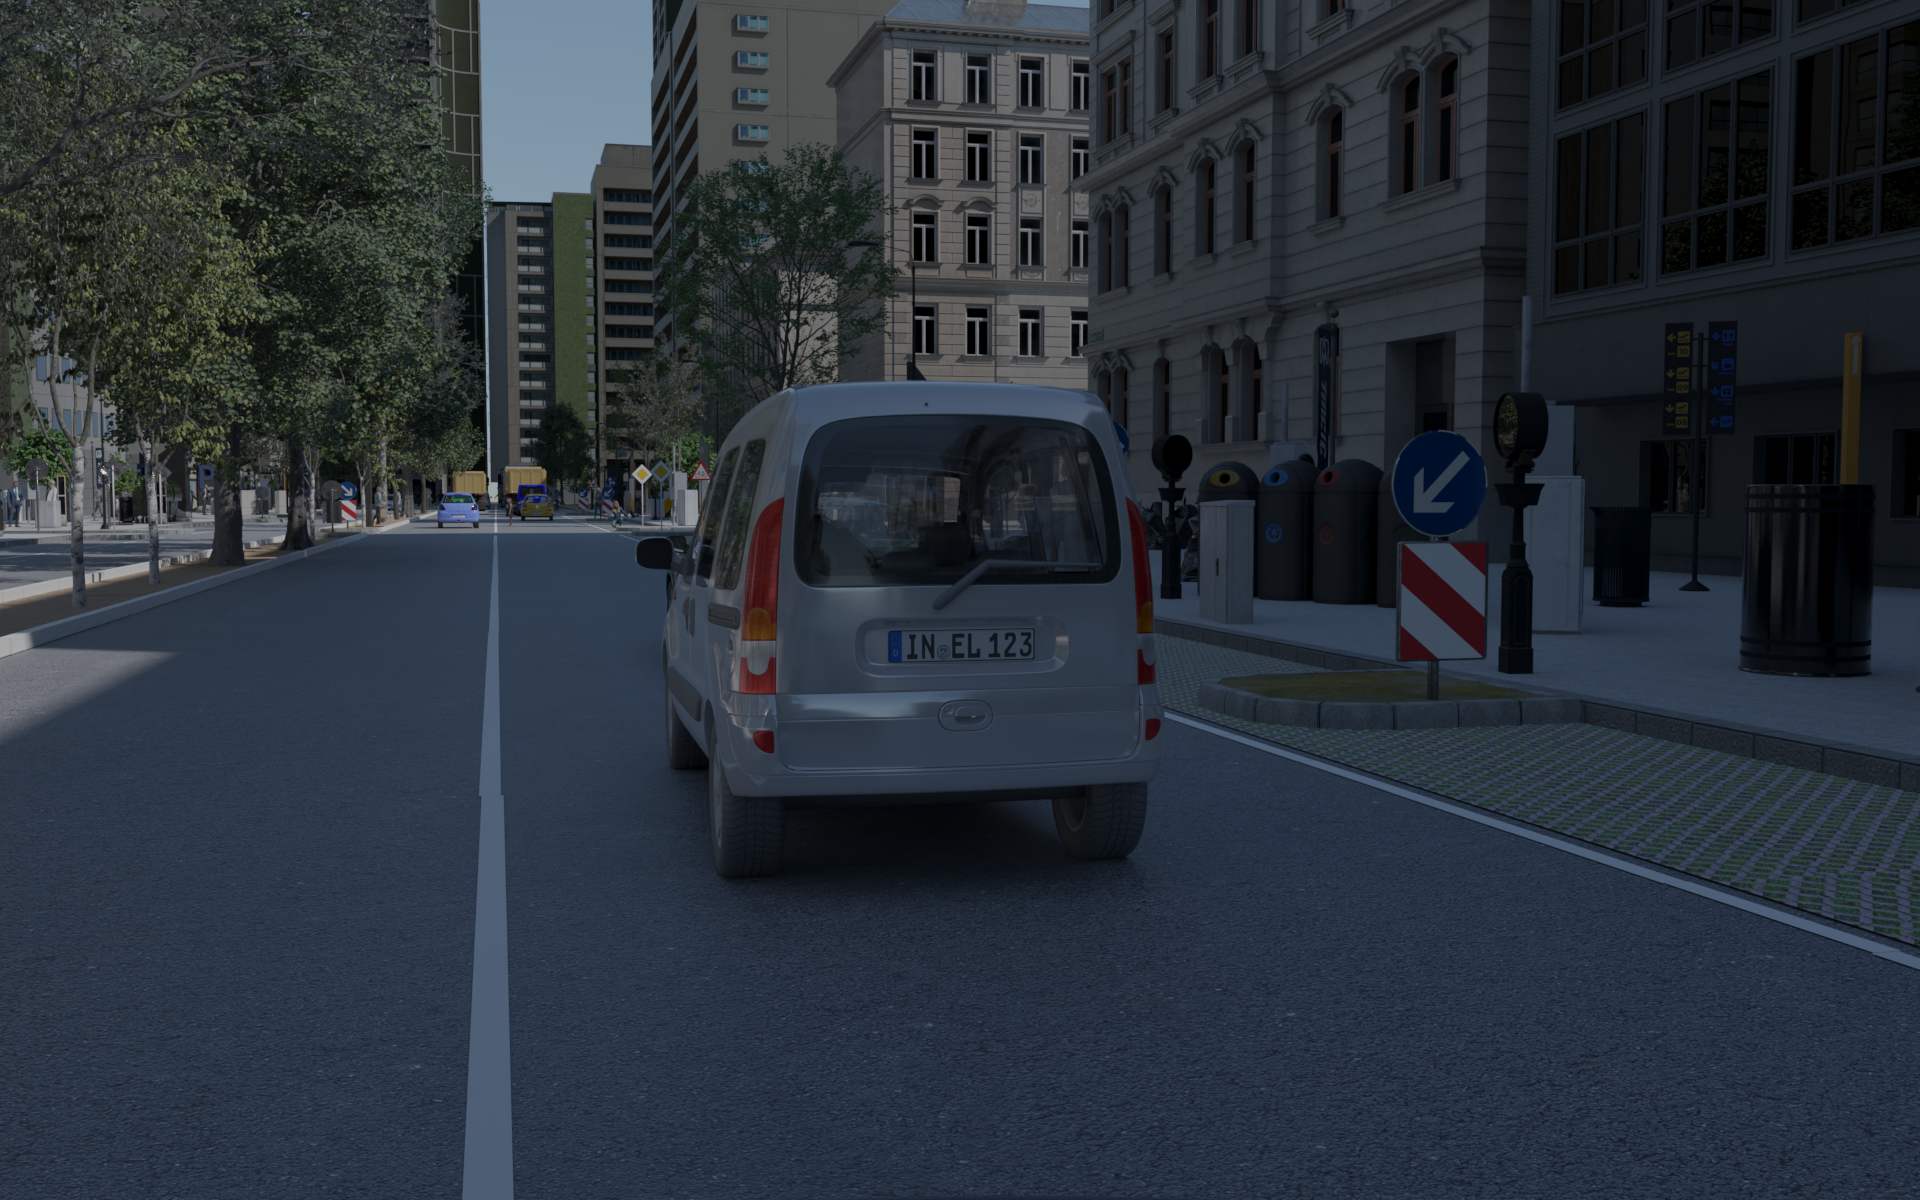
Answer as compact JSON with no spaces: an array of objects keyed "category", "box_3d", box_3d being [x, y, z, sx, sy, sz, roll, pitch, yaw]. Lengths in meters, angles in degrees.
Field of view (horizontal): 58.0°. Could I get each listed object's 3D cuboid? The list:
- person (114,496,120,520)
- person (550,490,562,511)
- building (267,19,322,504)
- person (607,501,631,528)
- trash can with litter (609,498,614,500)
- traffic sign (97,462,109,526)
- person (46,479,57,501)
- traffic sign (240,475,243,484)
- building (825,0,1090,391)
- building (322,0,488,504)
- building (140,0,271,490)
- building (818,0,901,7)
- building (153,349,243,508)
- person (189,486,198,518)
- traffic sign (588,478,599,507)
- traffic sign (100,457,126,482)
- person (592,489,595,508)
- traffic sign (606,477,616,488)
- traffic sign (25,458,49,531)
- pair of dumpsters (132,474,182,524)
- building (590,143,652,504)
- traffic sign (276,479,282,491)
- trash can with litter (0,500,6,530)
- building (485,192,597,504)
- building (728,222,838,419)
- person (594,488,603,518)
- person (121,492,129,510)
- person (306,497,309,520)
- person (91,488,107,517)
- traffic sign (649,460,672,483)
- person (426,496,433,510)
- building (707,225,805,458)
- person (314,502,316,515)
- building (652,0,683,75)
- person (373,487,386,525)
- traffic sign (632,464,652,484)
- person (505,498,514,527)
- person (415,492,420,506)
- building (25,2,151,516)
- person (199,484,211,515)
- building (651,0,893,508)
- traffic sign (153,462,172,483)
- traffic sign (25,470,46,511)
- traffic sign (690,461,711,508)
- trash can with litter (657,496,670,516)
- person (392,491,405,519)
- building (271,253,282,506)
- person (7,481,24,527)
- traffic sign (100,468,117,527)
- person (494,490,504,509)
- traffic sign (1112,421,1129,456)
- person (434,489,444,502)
[{"category":"person","box_3d":[-41.616,-4.562,85.642,0.382,1.210,0.505,-1,4,-14]},{"category":"person","box_3d":[-33.537,-8.232,143.810,1.217,1.735,0.721,1,4,22]},{"category":"building","box_3d":[-100.025,-55.905,226.716,31.000,86.520,22.319,-1,4,-15]},{"category":"person","box_3d":[-14.245,-3.570,72.375,1.012,1.151,0.738,0,4,-6]},{"category":"trash can with litter","box_3d":[-23.453,-6.468,117.132,1.055,1.170,0.624,2,4,26]},{"category":"traffic sign","box_3d":[-33.402,-4.146,67.887,0.768,2.556,0.104,0,4,-7]},{"category":"person","box_3d":[-34.844,-3.707,66.531,0.514,1.842,0.818,1,4,12]},{"category":"traffic sign","box_3d":[-43.855,-6.411,104.923,0.768,2.556,0.104,-1,4,-10]},{"category":"building","box_3d":[6.783,-17.722,87.012,25.104,27.353,12.463,-1,4,-15]},{"category":"building","box_3d":[-74.886,-48.645,233.590,20.611,71.187,20.563,-1,4,-15]},{"category":"building","box_3d":[-80.069,-33.301,168.174,21.300,48.544,21.600,-1,4,-15]},{"category":"building","box_3d":[-14.137,-32.635,157.288,21.300,48.544,21.600,-1,4,-15]},{"category":"building","box_3d":[-76.469,-18.249,143.409,27.650,21.520,28.899,-1,4,-15]},{"category":"person","box_3d":[-42.051,-5.391,94.528,0.721,1.781,0.623,2,4,27]},{"category":"traffic sign","box_3d":[-29.505,-8.532,139.508,0.884,2.594,0.081,-1,4,-14]},{"category":"traffic sign","box_3d":[-26.972,-3.240,55.157,0.795,2.593,0.064,-1,4,-15]},{"category":"person","box_3d":[-33.124,-9.103,155.699,0.721,1.723,1.217,-1,4,-12]},{"category":"traffic sign","box_3d":[-25.357,-7.696,125.936,0.768,2.556,0.104,0,4,-6]},{"category":"traffic sign","box_3d":[-32.448,-3.719,60.907,0.768,2.556,0.104,0,4,-8]},{"category":"pair of dumpsters","box_3d":[-35.740,-4.554,76.947,1.574,2.255,4.437,-1,4,-15]},{"category":"building","box_3d":[-40.882,-37.944,244.092,21.600,48.544,21.300,-1,4,-15]},{"category":"traffic sign","box_3d":[-51.159,-7.975,130.492,0.768,2.556,0.104,-1,4,-15]},{"category":"trash can with litter","box_3d":[-34.655,-3.106,62.173,0.624,1.170,1.055,-1,4,-17]},{"category":"building","box_3d":[-57.048,-33.769,235.713,14.086,41.232,14.154,-1,4,-15]},{"category":"building","box_3d":[-9.061,-15.429,116.889,10.561,19.102,19.286,-1,4,-15]},{"category":"person","box_3d":[-20.802,-5.565,99.665,0.537,1.800,0.526,2,4,26]},{"category":"person","box_3d":[-42.208,-4.977,87.592,0.526,1.800,0.537,0,4,-4]},{"category":"person","box_3d":[-36.469,-5.130,97.042,0.362,1.253,0.373,2,4,27]},{"category":"person","box_3d":[-49.011,-5.640,98.524,0.850,1.792,0.678,-1,4,-9]},{"category":"traffic sign","box_3d":[-10.259,-3.511,59.595,0.795,2.593,0.064,-1,4,-15]},{"category":"person","box_3d":[-43.220,-8.072,140.556,0.705,1.814,1.350,1,4,12]},{"category":"building","box_3d":[-13.698,-17.483,134.994,9.793,20.994,18.267,-1,4,-15]},{"category":"person","box_3d":[-32.605,-4.555,87.228,0.306,1.304,0.590,-1,4,-13]},{"category":"building","box_3d":[-26.113,-46.526,198.947,20.563,71.187,20.611,-1,4,-15]},{"category":"person","box_3d":[-26.928,-4.355,80.194,0.515,1.767,0.782,-3,5,-41]},{"category":"traffic sign","box_3d":[-12.325,-3.983,67.309,0.795,2.593,0.064,-1,4,-15]},{"category":"person","box_3d":[-19.871,-3.864,76.349,0.373,1.253,0.362,-1,4,-23]},{"category":"person","box_3d":[-63.166,-11.771,201.781,0.721,1.723,1.217,-3,5,-44]},{"category":"building","box_3d":[-62.923,-34.327,103.238,21.231,58.520,28.212,-1,4,-15]},{"category":"person","box_3d":[-45.996,-6.129,105.611,0.474,1.900,0.648,1,4,12]},{"category":"building","box_3d":[-19.885,-33.906,178.071,21.300,48.544,21.600,-1,4,-15]},{"category":"traffic sign","box_3d":[-29.038,-3.711,62.871,0.795,2.593,0.064,-1,4,-15]},{"category":"traffic sign","box_3d":[-33.458,-3.834,62.790,0.768,2.556,0.104,-1,4,-9]},{"category":"traffic sign","box_3d":[-10.015,-4.103,67.082,0.884,2.594,0.081,0,4,-7]},{"category":"trash can with litter","box_3d":[-17.494,-5.549,102.116,1.055,1.170,0.624,-1,4,-14]},{"category":"person","box_3d":[-31.853,-5.489,98.086,0.661,1.843,0.795,3,5,43]},{"category":"building","box_3d":[-81.860,-25.503,188.679,14.107,30.474,14.160,-1,4,-15]},{"category":"person","box_3d":[-36.707,-3.732,67.246,0.419,1.800,0.721,3,4,36]},{"category":"traffic sign","box_3d":[-32.904,-3.967,66.995,0.606,2.300,0.079,-1,4,-10]},{"category":"person","box_3d":[-45.008,-9.845,169.568,1.348,1.812,0.705,-3,5,-43]},{"category":"traffic sign","box_3d":[2.549,-1.832,30.058,0.768,2.556,0.104,-1,4,-9]},{"category":"person","box_3d":[-48.732,-9.445,162.559,1.348,1.869,0.705,1,4,22]}]
